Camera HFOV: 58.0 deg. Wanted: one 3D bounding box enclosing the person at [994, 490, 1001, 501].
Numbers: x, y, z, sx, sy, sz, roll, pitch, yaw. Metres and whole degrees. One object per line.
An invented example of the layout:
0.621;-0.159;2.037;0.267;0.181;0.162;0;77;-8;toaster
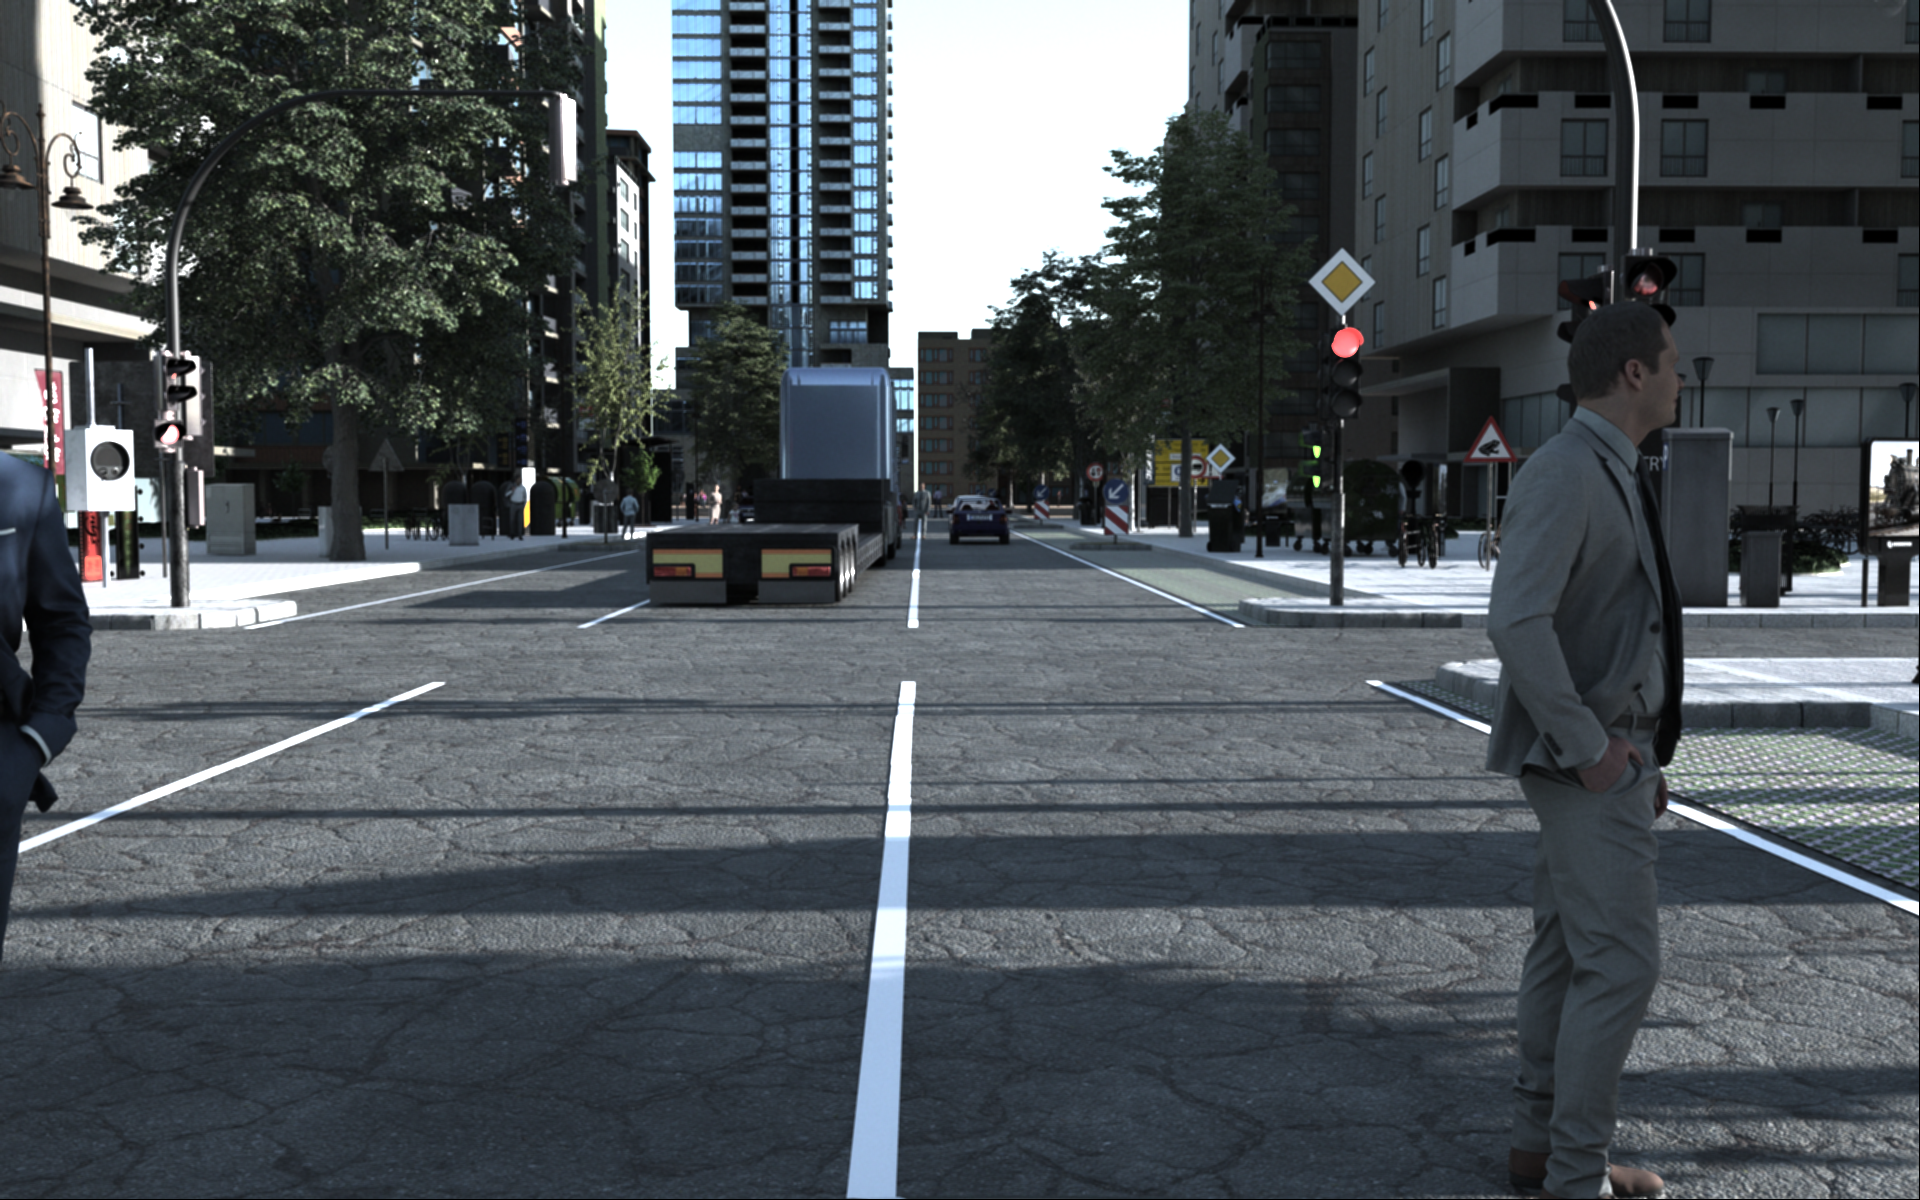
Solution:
2.380;-6.376;113.567;0.721;1.723;1.217;-2;4;-31;person

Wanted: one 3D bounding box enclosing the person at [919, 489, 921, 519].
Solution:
-2.259;-5.559;99.490;0.705;1.812;1.348;3;4;39;person

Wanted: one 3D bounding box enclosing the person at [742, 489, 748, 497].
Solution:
-19.397;-9.079;155.430;0.756;1.711;0.436;1;4;13;person

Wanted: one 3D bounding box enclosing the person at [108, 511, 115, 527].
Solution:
-23.298;-2.478;46.773;0.699;1.804;1.509;-2;4;-34;person

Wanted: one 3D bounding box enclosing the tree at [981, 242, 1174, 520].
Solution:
5.887;-11.018;86.806;9.857;13.997;8.962;0;3;0;tree

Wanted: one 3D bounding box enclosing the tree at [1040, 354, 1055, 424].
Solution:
5.745;-7.832;78.415;4.360;8.622;3.978;0;3;0;tree

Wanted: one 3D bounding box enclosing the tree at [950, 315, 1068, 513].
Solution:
4.508;-12.525;115.159;12.009;13.543;11.850;0;3;0;tree

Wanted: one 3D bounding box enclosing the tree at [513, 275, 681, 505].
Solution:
-11.839;-6.653;59.146;4.737;8.622;4.395;0;3;0;tree

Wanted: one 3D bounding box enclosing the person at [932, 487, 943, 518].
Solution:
-1.370;-5.865;104.267;0.709;1.838;0.599;-1;4;-22;person

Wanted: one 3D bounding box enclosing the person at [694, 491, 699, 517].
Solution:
-14.756;-5.325;96.340;0.421;1.427;0.697;-1;4;-18;person

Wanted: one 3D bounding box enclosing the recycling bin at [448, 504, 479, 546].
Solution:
-12.413;-1.881;43.309;0.722;1.027;0.722;-1;4;-17;recycling bin

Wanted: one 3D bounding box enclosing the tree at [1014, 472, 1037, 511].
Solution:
5.103;-8.265;129.729;1.663;3.219;1.824;0;3;0;tree

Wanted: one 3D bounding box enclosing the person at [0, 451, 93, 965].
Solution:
-1.960;0.337;3.168;0.721;1.800;0.419;-3;5;-43;person

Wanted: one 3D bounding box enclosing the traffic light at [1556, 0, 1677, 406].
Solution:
2.408;-2.264;11.681;4.771;5.953;1.251;0;4;-1;traffic light

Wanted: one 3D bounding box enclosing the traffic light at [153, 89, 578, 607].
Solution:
-6.746;-2.750;19.628;4.771;5.953;1.251;0;4;-1;traffic light

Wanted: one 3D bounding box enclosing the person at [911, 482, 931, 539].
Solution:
-1.252;-2.874;55.582;0.635;1.810;0.391;1;4;11;person

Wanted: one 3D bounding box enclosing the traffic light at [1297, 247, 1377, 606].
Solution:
4.322;-1.892;19.851;0.839;4.253;0.868;0;4;-1;traffic light

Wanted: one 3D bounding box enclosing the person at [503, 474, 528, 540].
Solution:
-12.427;-2.587;48.442;0.679;1.850;0.850;-2;4;-25;person

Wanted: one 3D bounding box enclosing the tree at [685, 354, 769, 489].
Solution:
-12.704;-8.620;91.300;4.360;8.622;3.978;0;3;0;tree

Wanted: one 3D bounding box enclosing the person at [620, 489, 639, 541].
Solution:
-10.102;-2.611;52.996;0.589;1.601;0.330;1;4;9;person

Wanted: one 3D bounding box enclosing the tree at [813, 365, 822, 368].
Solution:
-14.176;-15.559;164.763;12.009;13.543;11.850;0;3;0;tree

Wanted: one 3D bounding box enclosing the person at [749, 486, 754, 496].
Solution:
-15.095;-7.324;125.420;0.705;1.869;1.348;0;4;7;person

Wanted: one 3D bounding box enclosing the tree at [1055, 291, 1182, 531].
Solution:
5.788;-6.734;60.456;4.360;8.622;3.978;0;3;0;tree

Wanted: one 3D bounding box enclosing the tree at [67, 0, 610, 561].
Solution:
-11.724;-7.732;33.070;9.857;13.997;8.962;0;3;0;tree

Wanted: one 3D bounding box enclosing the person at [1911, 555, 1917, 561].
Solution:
18.390;-1.501;33.174;0.503;1.515;0.523;-1;4;-19;person

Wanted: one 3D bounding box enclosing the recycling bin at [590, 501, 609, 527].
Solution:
-14.051;-3.374;67.720;0.722;1.027;0.722;-1;4;-20;recycling bin

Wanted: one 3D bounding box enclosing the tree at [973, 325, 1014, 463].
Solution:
4.630;-11.177;100.877;7.486;12.596;7.792;0;3;0;tree

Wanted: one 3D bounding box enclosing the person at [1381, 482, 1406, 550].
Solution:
9.958;-2.072;39.765;0.661;1.843;0.795;3;5;42;person

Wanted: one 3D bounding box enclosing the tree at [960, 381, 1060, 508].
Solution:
4.686;-14.770;158.505;9.611;12.733;9.660;0;3;0;tree

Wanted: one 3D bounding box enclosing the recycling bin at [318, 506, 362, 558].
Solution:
-12.683;-1.399;35.436;0.722;1.027;0.722;-2;4;-32;recycling bin

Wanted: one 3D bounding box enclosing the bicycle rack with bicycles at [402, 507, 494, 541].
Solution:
-14.204;-2.140;48.365;2.852;0.926;2.925;-1;4;-23;bicycle rack with bicycles

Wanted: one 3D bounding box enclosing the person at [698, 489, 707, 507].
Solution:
-25.097;-9.909;168.781;0.721;1.743;1.217;3;4;39;person

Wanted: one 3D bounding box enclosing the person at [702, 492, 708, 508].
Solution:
-23.600;-9.239;160.319;0.599;1.433;0.991;2;4;25;person

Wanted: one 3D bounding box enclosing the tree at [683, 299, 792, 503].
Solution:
-12.805;-11.198;101.219;7.486;12.596;7.792;0;3;0;tree

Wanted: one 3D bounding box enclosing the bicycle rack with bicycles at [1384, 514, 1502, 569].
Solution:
8.713;-1.051;30.566;2.852;0.926;2.925;2;4;25;bicycle rack with bicycles

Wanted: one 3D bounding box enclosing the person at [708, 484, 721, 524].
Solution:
-8.142;-2.980;57.568;0.599;1.781;0.374;-3;4;-39;person

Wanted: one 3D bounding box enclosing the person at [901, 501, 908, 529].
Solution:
-2.314;-3.602;72.068;0.362;1.253;0.373;-3;5;-40;person

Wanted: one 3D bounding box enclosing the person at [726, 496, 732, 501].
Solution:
-19.573;-8.477;145.326;0.721;1.739;1.217;3;4;37;person

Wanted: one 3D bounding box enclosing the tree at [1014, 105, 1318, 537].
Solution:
7.054;-8.123;50.940;7.486;12.596;7.792;0;3;0;tree

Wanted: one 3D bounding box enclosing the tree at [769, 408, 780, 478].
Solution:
-12.969;-10.243;117.831;4.360;8.622;3.978;0;3;0;tree

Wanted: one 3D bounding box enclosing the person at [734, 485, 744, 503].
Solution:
-12.759;-5.745;100.103;0.705;1.807;1.348;1;4;20;person

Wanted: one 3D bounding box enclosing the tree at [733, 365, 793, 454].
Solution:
-14.127;-13.037;138.909;9.928;11.665;9.643;0;3;0;tree

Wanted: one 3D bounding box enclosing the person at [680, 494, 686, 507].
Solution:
-26.762;-9.722;168.180;0.799;1.438;0.628;-2;4;-27;person

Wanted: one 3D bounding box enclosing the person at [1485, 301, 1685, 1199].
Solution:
1.256;0.314;3.461;0.391;1.810;0.635;1;4;19;person

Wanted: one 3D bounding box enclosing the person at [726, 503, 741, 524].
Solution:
-5.951;-1.958;45.536;0.382;1.210;0.505;2;4;29;person
